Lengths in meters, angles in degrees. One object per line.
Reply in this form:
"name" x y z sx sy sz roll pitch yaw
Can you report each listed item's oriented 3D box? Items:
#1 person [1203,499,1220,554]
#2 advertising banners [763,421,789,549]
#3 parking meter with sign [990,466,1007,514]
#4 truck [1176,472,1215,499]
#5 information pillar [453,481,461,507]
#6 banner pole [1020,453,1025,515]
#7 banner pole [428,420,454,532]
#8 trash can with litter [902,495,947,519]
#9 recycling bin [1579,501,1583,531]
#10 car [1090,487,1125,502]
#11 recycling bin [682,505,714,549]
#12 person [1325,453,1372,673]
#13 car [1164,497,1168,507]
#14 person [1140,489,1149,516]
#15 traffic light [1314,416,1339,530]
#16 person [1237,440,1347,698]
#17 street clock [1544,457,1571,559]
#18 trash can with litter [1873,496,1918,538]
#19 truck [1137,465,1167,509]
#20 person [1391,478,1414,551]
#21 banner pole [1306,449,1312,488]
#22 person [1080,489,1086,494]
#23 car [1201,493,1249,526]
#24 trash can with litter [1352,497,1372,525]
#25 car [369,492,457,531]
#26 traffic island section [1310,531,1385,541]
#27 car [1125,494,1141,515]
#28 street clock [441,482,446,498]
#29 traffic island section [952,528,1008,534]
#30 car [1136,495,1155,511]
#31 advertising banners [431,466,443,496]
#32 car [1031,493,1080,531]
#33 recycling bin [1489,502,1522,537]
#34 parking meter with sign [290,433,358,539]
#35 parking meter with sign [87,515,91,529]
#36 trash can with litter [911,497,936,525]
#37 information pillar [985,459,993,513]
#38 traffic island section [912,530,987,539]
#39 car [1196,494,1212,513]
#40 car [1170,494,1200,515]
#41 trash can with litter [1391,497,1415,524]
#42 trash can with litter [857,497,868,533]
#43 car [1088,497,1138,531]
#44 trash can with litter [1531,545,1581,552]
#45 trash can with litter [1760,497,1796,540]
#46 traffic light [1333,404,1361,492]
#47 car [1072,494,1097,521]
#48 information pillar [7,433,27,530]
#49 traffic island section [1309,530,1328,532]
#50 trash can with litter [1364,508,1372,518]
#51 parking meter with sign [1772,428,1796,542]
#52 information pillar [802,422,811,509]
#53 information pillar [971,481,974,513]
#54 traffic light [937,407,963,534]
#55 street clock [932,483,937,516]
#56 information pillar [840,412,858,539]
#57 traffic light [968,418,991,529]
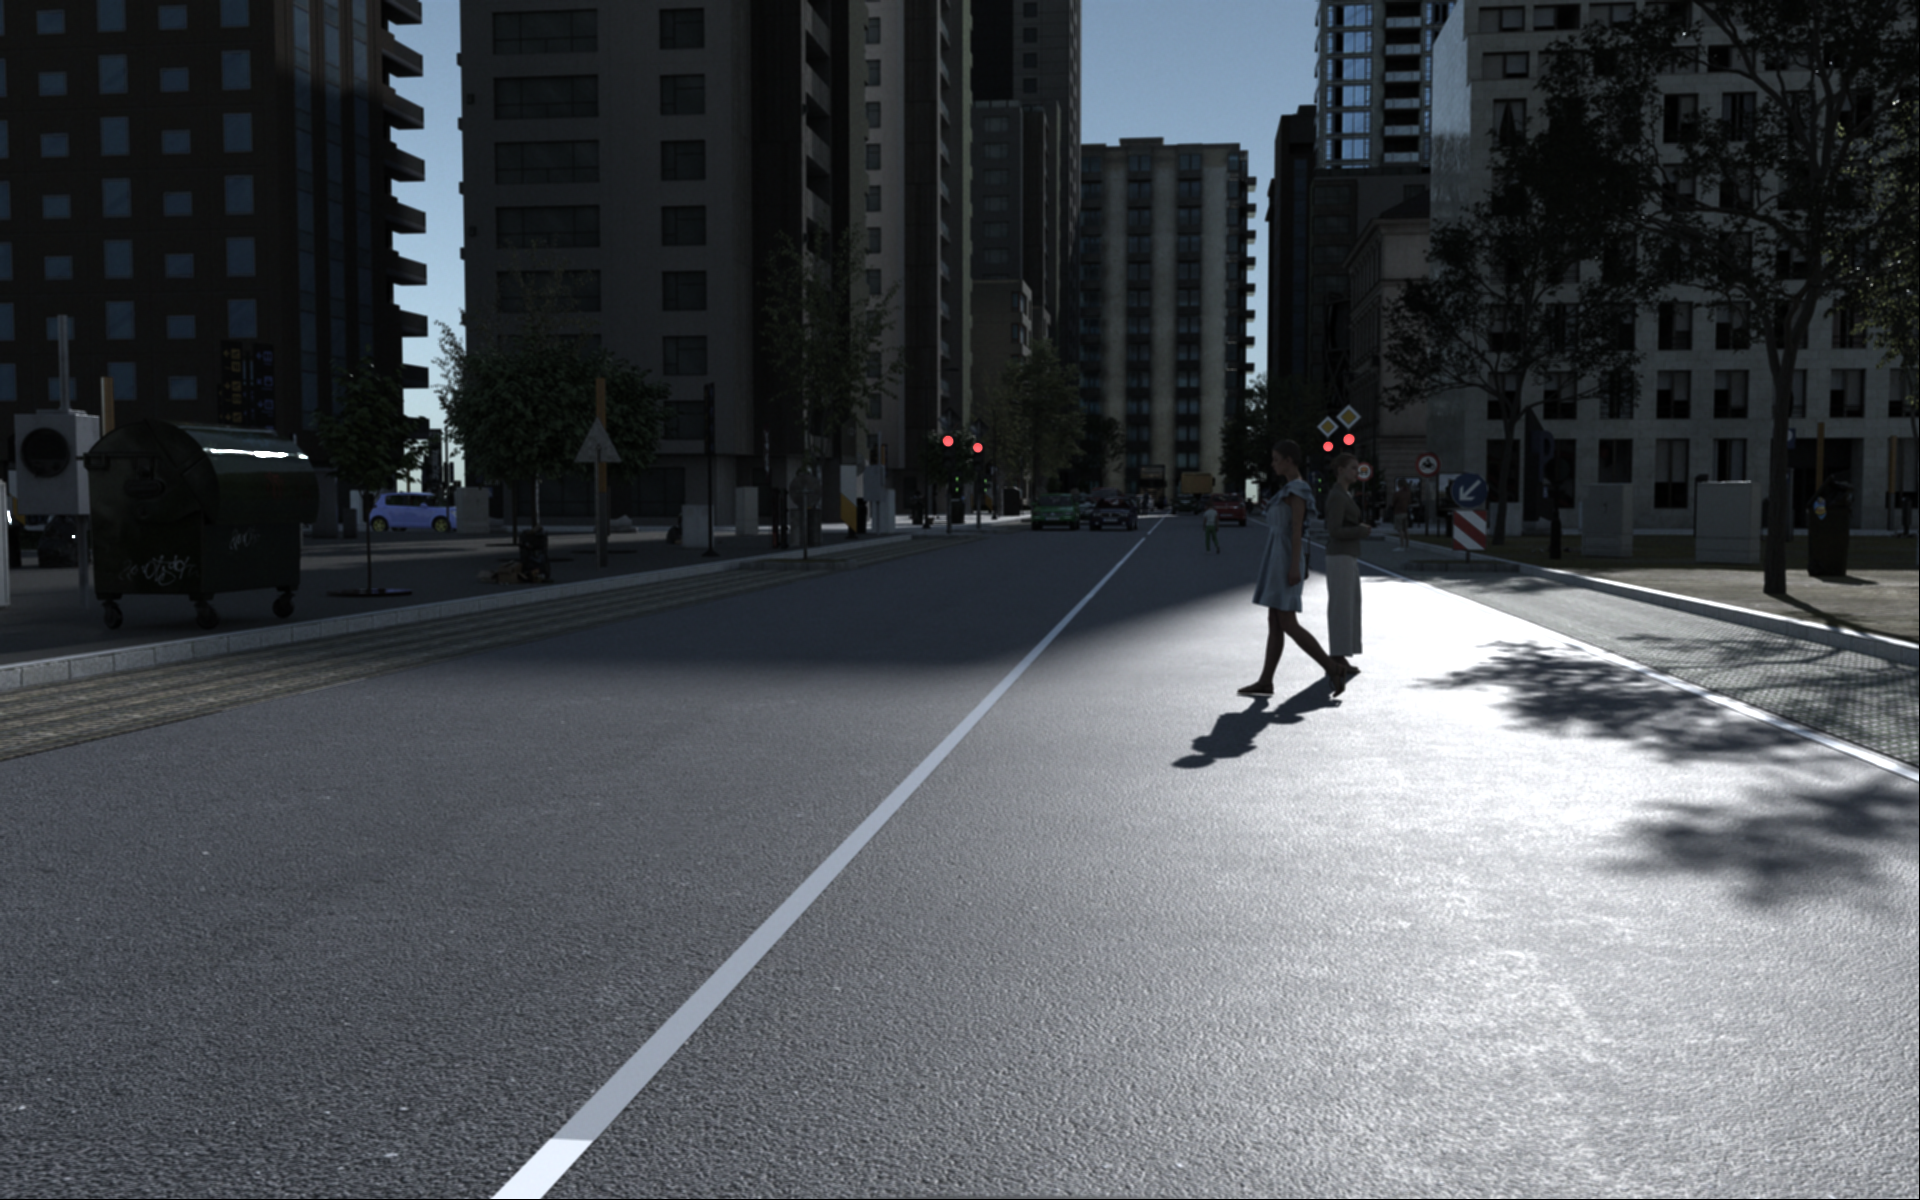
"person" 6.019 -1.753 41.411 0.306 1.304 0.590 -1 4 -20
"advertising banners" -4.377 -2.744 41.056 0.090 3.025 2.074 -1 4 -21
"parking meter with sign" 2.636 -6.939 109.712 0.543 3.016 1.738 2 4 35
"truck" 20.624 -9.499 151.236 3.469 3.379 9.791 0 4 7
"information pillar" -27.335 -5.486 94.193 0.304 2.012 0.304 3 4 37
"banner pole" 3.783 -7.120 106.429 0.401 3.779 0.863 1 4 13
"banner pole" -17.568 -4.191 58.542 0.863 3.779 0.401 0 4 1
"trash can with litter" -1.808 -4.838 90.151 2.233 1.210 1.678 1 4 11
"recycling bin" 22.038 -2.931 60.468 0.722 1.027 0.722 2 4 29
"car" 8.063 -5.365 96.395 2.281 1.827 5.304 0 4 8
"recycling bin" -6.133 -1.714 40.573 0.722 1.027 0.722 0 4 -7
"person" 3.104 -0.294 13.854 0.362 1.759 0.519 1 4 17
"car" 22.410 -11.339 194.980 1.945 1.707 3.694 1 4 9
"person" 12.314 -6.513 115.166 0.419 1.800 0.721 -2 4 -31
"traffic light" 13.165 -4.481 62.190 0.839 4.253 0.868 0 4 7
"person" 2.359 -0.223 12.234 0.778 1.811 0.616 1 4 23
"street clock" 11.772 -1.811 34.188 0.471 2.002 0.358 1 4 10
"trash can with litter" 27.976 -2.474 51.503 1.678 1.210 2.233 3 4 36
"truck" 18.608 -10.942 167.818 2.839 4.237 11.283 0 4 7
"person" 11.091 -2.138 43.434 0.573 1.828 0.580 1 4 10
"banner pole" 19.371 -6.492 96.156 0.401 3.779 0.863 2 4 33
"person" 9.275 -7.518 131.434 0.660 1.820 0.620 1 4 8
"car" 11.959 -4.223 78.094 2.155 1.783 4.494 0 4 7
"trash can with litter" 16.530 -3.648 71.030 1.055 1.170 0.624 2 4 31
"car" -19.615 -3.279 63.196 3.694 1.707 1.945 1 4 8
"traffic island section" 12.170 -1.963 54.380 2.009 0.180 2.903 0 4 7
"car" 11.722 -6.735 121.913 2.131 1.459 4.920 0 4 8
"street clock" -30.368 -5.954 101.921 0.358 2.002 0.471 -1 4 -22
"traffic island section" 0.669 -2.548 63.934 2.009 0.180 2.903 0 4 7
"car" 15.715 -8.332 148.593 2.083 1.381 4.827 0 4 7
"advertising banners" -32.638 -6.814 107.591 2.074 3.025 0.090 3 5 43
"car" 3.855 -3.709 69.438 1.959 1.807 4.718 0 4 7
"recycling bin" 16.374 -2.411 51.977 0.722 1.027 0.722 0 4 -7
"parking meter with sign" -18.326 -3.283 49.944 1.738 3.016 0.543 -1 4 -10
"parking meter with sign" -23.529 -3.191 48.440 1.738 3.016 0.543 -3 5 -43
"trash can with litter" -1.526 -3.734 72.444 1.055 1.170 0.624 0 4 4
"information pillar" 1.932 -7.574 115.184 0.504 3.616 0.183 1 4 16
"traffic island section" -0.365 -2.063 56.016 2.009 0.180 2.903 0 4 7
"car" 19.106 -7.384 132.729 2.014 1.417 4.499 0 4 7
"car" 15.700 -6.669 120.838 2.131 1.459 4.920 0 4 7
"trash can with litter" 18.715 -3.772 73.054 1.055 1.170 0.624 3 5 43
"trash can with litter" -3.420 -2.775 56.752 0.624 1.170 1.055 -1 4 -22
"car" 6.111 -3.434 68.721 1.945 1.354 3.894 1 4 9
"trash can with litter" 13.789 -1.674 38.426 2.233 1.210 1.678 1 4 9
"trash can with litter" 22.460 -2.311 48.849 2.233 1.210 1.678 1 4 18
"traffic light" 12.131 -3.997 54.271 0.839 4.253 0.868 0 4 7
"car" 5.747 -4.354 82.994 2.131 1.459 4.920 0 4 7
"information pillar" -32.880 -4.221 60.375 0.504 3.616 0.183 -2 4 -24
"traffic island section" 13.204 -2.448 62.298 2.009 0.180 2.903 0 4 7
"trash can with litter" 21.445 -4.999 92.787 1.678 1.210 2.233 -3 5 -39
"parking meter with sign" 22.225 -3.082 46.659 0.543 3.016 1.738 2 4 29
"information pillar" -4.931 -3.937 55.723 0.183 3.616 0.504 1 4 21
"information pillar" 0.810 -7.553 114.845 0.183 3.616 0.504 1 4 10
"traffic light" -0.327 -4.095 55.876 0.839 4.253 0.868 0 4 7
"street clock" -1.502 -6.034 103.230 0.358 2.002 0.471 0 4 -2
"information pillar" -3.183 -3.562 49.600 0.504 3.616 0.183 -2 4 -25
"traffic light" 0.707 -4.579 63.794 0.839 4.253 0.868 0 4 7
